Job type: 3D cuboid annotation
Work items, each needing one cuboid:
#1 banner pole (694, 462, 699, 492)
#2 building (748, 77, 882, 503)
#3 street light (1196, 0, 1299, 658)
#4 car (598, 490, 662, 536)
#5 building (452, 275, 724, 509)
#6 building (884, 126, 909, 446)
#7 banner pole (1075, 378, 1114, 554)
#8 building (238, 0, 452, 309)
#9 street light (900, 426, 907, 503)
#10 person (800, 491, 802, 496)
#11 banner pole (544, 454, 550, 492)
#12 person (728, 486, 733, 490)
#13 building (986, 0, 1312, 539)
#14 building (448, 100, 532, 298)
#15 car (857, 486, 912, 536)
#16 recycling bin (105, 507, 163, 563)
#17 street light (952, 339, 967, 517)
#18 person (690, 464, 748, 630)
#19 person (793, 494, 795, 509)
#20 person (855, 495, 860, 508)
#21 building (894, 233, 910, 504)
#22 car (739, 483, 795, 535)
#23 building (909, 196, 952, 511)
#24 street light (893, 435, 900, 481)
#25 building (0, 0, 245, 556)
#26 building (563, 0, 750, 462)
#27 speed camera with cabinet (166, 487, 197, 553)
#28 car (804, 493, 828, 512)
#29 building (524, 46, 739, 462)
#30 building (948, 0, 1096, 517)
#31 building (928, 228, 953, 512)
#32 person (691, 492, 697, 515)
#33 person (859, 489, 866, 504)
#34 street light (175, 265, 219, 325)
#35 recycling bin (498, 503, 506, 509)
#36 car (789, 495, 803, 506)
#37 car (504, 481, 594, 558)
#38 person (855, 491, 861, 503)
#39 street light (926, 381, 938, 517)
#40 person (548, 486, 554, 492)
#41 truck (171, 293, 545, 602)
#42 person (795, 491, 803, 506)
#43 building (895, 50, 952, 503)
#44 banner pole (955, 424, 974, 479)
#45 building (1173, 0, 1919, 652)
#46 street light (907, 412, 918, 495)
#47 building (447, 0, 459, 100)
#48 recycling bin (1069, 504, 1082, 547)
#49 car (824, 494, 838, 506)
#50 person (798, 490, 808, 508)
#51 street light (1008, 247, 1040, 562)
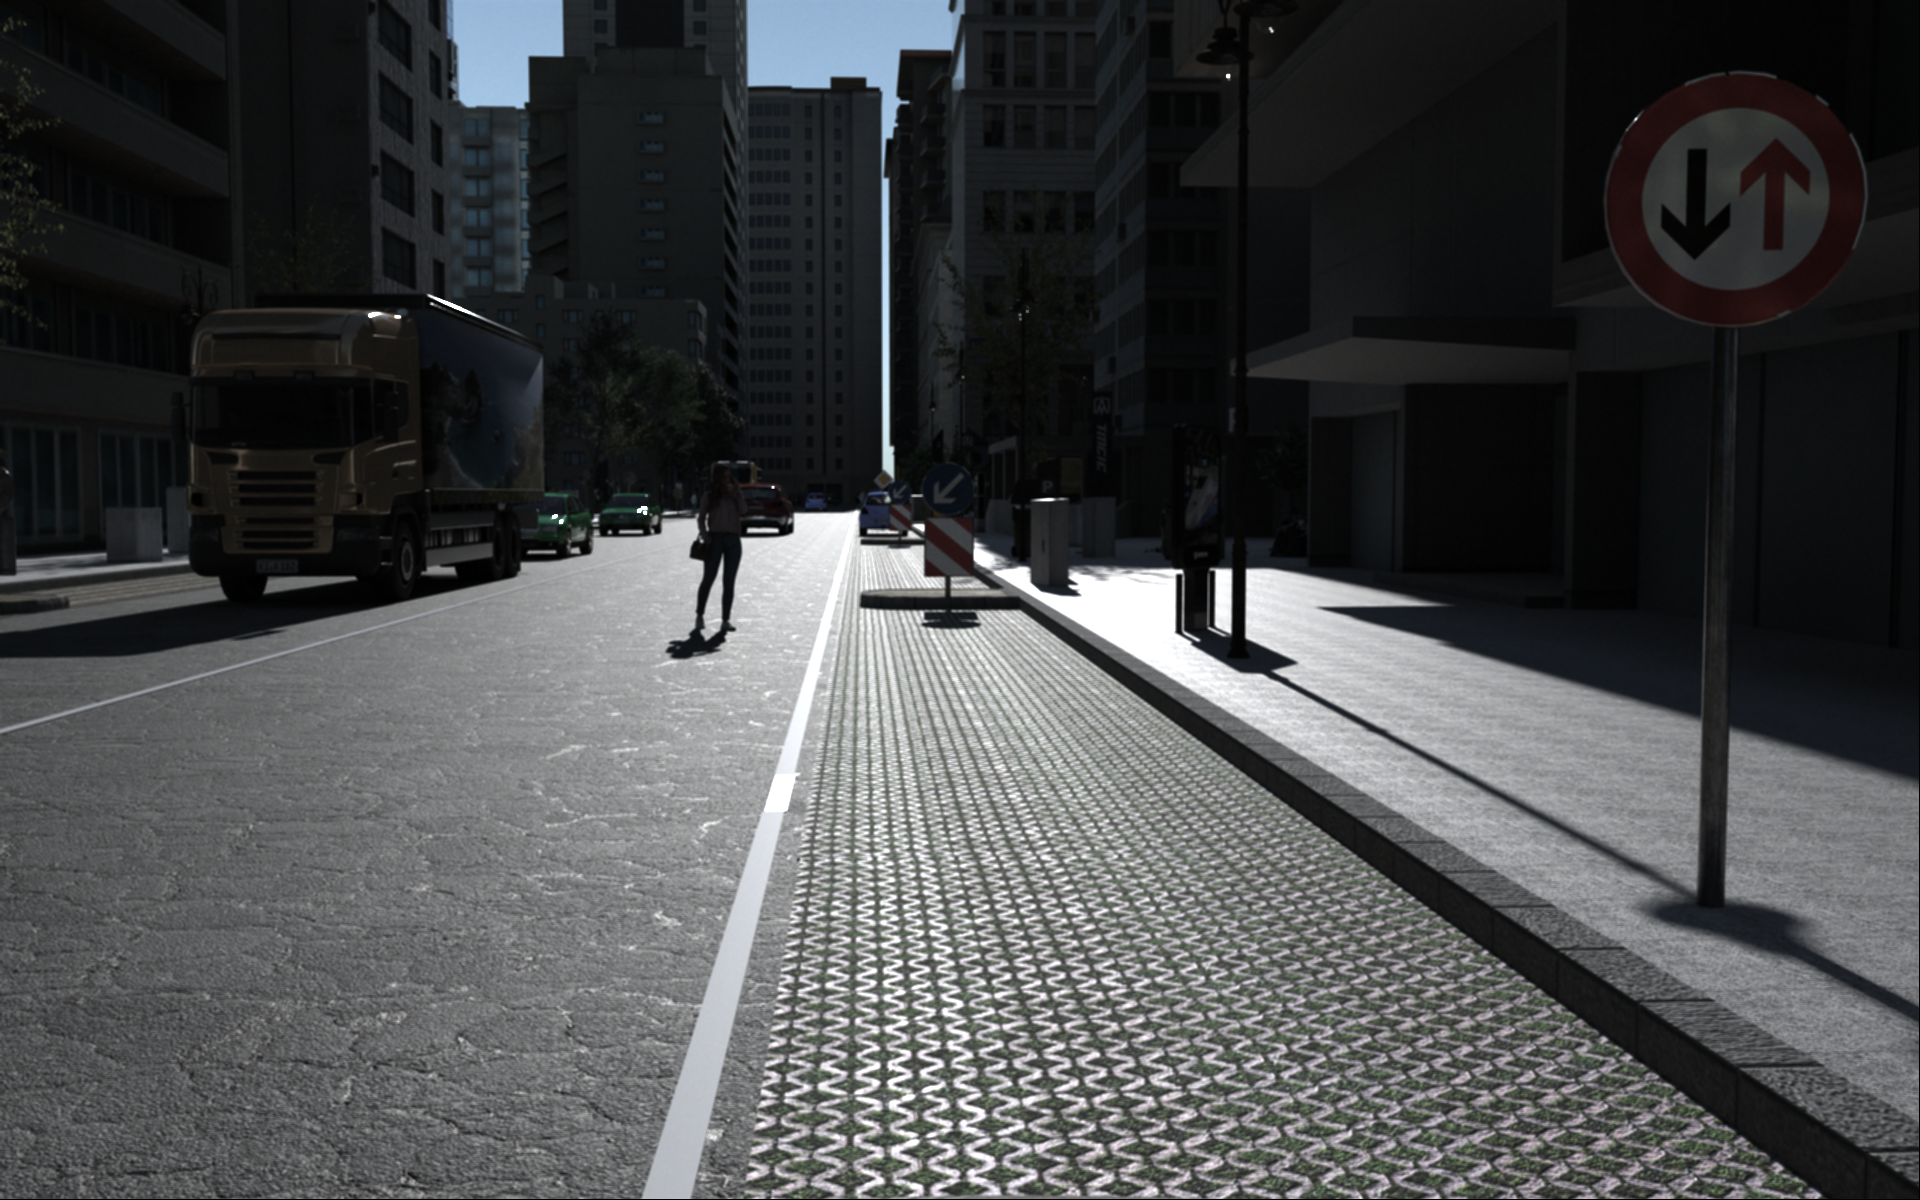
[{"bbox_3d":[-20.702,-8.923,135.903,0.401,3.779,0.863,2,4,24],"label":"banner pole"},{"bbox_3d":[-25.291,-43.156,247.604,28.212,58.520,21.231,0,4,-3],"label":"building"},{"bbox_3d":[2.184,-2.485,13.418,0.468,5.910,1.993,0,4,-3],"label":"street light"},{"bbox_3d":[-11.644,-3.210,61.285,1.959,1.807,4.718,0,4,-3],"label":"car"},{"bbox_3d":[-37.811,-19.715,167.379,27.650,21.520,28.899,0,4,-3],"label":"building"},{"bbox_3d":[2.828,-40.627,253.488,27.495,52.752,28.713,0,4,-3],"label":"building"},{"bbox_3d":[2.895,-2.886,37.207,0.863,3.779,0.401,2,4,25],"label":"banner pole"},{"bbox_3d":[-26.160,-17.735,61.667,14.107,30.474,14.160,0,4,-3],"label":"building"},{"bbox_3d":[-3.582,-8.732,115.555,0.468,5.910,1.993,0,4,-3],"label":"street light"},{"bbox_3d":[-20.814,-13.325,226.456,1.348,1.812,0.705,0,4,1],"label":"person"},{"bbox_3d":[-26.014,-7.260,108.724,0.863,3.779,0.401,-1,4,-22],"label":"banner pole"},{"bbox_3d":[-10.393,-4.269,78.469,0.661,1.801,0.590,1,4,15],"label":"person"},{"bbox_3d":[17.417,-22.281,56.177,32.217,40.220,23.993,0,4,-3],"label":"building"},{"bbox_3d":[-63.509,-36.340,213.764,30.456,49.044,23.786,0,4,-3],"label":"building"},{"bbox_3d":[-2.652,-3.117,60.555,1.945,1.707,3.694,0,4,-2],"label":"car"},{"bbox_3d":[-15.634,-1.238,32.794,0.722,1.027,0.722,1,4,12],"label":"recycling bin"},{"bbox_3d":[0.039,-4.834,51.817,0.468,5.910,1.993,0,4,-3],"label":"street light"},{"bbox_3d":[-2.581,-0.566,18.345,0.593,1.750,0.643,-1,4,-20],"label":"person"},{"bbox_3d":[-15.685,-9.305,163.897,0.557,1.426,1.065,0,4,-4],"label":"person"},{"bbox_3d":[-10.726,-10.488,183.162,0.799,1.438,0.628,1,4,15],"label":"person"},{"bbox_3d":[-0.400,-25.809,193.671,14.160,30.474,14.107,0,4,-3],"label":"building"},{"bbox_3d":[-7.101,-3.274,62.200,2.281,1.827,5.304,0,4,-2],"label":"car"},{"bbox_3d":[4.365,-18.755,139.931,16.112,22.955,30.059,0,4,-3],"label":"building"},{"bbox_3d":[-4.767,-9.902,134.680,0.468,5.910,1.993,0,4,-3],"label":"street light"},{"bbox_3d":[-29.110,-25.098,34.053,21.300,48.544,21.600,0,4,-3],"label":"building"},{"bbox_3d":[-37.353,-47.635,217.080,20.611,71.187,20.563,0,4,-3],"label":"building"},{"bbox_3d":[-16.708,-2.706,38.575,0.660,3.252,2.038,1,4,19],"label":"speed camera with cabinet"},{"bbox_3d":[-11.371,-7.790,136.954,1.945,1.707,3.694,0,4,-5],"label":"car"},{"bbox_3d":[-36.065,-34.768,192.154,21.300,48.544,21.600,0,4,-3],"label":"building"},{"bbox_3d":[14.603,-18.862,85.882,29.804,29.767,11.434,0,4,-3],"label":"building"},{"bbox_3d":[3.399,-16.009,116.502,10.420,20.320,16.860,0,4,-3],"label":"building"},{"bbox_3d":[-18.177,-6.623,118.593,0.330,1.601,0.589,-3,4,-37],"label":"person"},{"bbox_3d":[-8.543,-8.829,152.726,0.514,1.842,0.818,-3,5,-43],"label":"person"},{"bbox_3d":[-15.340,-3.813,35.130,0.468,5.910,1.993,0,4,-3],"label":"street light"},{"bbox_3d":[-18.361,-3.474,69.351,0.722,1.027,0.722,2,4,24],"label":"recycling bin"},{"bbox_3d":[-20.516,-12.426,215.750,1.945,1.354,3.894,0,4,-1],"label":"car"},{"bbox_3d":[-9.637,-1.904,39.923,1.959,1.807,4.718,0,4,-2],"label":"car"},{"bbox_3d":[-11.164,-11.304,193.287,1.348,1.831,0.705,2,4,24],"label":"person"},{"bbox_3d":[-1.137,-6.003,70.943,0.468,5.910,1.993,0,4,-3],"label":"street light"},{"bbox_3d":[-17.635,-4.052,75.085,0.374,1.781,0.599,-3,5,-39],"label":"person"},{"bbox_3d":[-8.710,-2.298,26.492,2.839,4.237,11.283,0,4,-2],"label":"truck"},{"bbox_3d":[-19.498,-12.290,209.530,1.350,1.814,0.705,-2,4,-25],"label":"person"},{"bbox_3d":[4.820,-31.587,171.068,22.147,44.769,28.867,0,4,-3],"label":"building"},{"bbox_3d":[0.108,-4.420,62.284,0.863,3.779,0.401,0,4,-2],"label":"banner pole"},{"bbox_3d":[17.889,-26.190,17.448,28.713,52.752,27.495,0,4,-3],"label":"building"},{"bbox_3d":[-2.551,-7.562,96.420,0.468,5.910,1.993,0,4,-3],"label":"street light"},{"bbox_3d":[-83.812,-56.938,243.605,31.000,86.520,22.319,0,4,-3],"label":"building"},{"bbox_3d":[2.953,-1.826,42.415,0.722,1.027,0.722,-2,4,-28],"label":"recycling bin"},{"bbox_3d":[-15.714,-12.039,208.631,2.131,1.459,4.920,0,4,-2],"label":"car"},{"bbox_3d":[-15.529,-10.088,173.529,1.350,1.814,0.705,0,4,-1],"label":"person"},{"bbox_3d":[1.190,-3.664,32.689,0.468,5.910,1.993,0,4,-3],"label":"street light"}]
